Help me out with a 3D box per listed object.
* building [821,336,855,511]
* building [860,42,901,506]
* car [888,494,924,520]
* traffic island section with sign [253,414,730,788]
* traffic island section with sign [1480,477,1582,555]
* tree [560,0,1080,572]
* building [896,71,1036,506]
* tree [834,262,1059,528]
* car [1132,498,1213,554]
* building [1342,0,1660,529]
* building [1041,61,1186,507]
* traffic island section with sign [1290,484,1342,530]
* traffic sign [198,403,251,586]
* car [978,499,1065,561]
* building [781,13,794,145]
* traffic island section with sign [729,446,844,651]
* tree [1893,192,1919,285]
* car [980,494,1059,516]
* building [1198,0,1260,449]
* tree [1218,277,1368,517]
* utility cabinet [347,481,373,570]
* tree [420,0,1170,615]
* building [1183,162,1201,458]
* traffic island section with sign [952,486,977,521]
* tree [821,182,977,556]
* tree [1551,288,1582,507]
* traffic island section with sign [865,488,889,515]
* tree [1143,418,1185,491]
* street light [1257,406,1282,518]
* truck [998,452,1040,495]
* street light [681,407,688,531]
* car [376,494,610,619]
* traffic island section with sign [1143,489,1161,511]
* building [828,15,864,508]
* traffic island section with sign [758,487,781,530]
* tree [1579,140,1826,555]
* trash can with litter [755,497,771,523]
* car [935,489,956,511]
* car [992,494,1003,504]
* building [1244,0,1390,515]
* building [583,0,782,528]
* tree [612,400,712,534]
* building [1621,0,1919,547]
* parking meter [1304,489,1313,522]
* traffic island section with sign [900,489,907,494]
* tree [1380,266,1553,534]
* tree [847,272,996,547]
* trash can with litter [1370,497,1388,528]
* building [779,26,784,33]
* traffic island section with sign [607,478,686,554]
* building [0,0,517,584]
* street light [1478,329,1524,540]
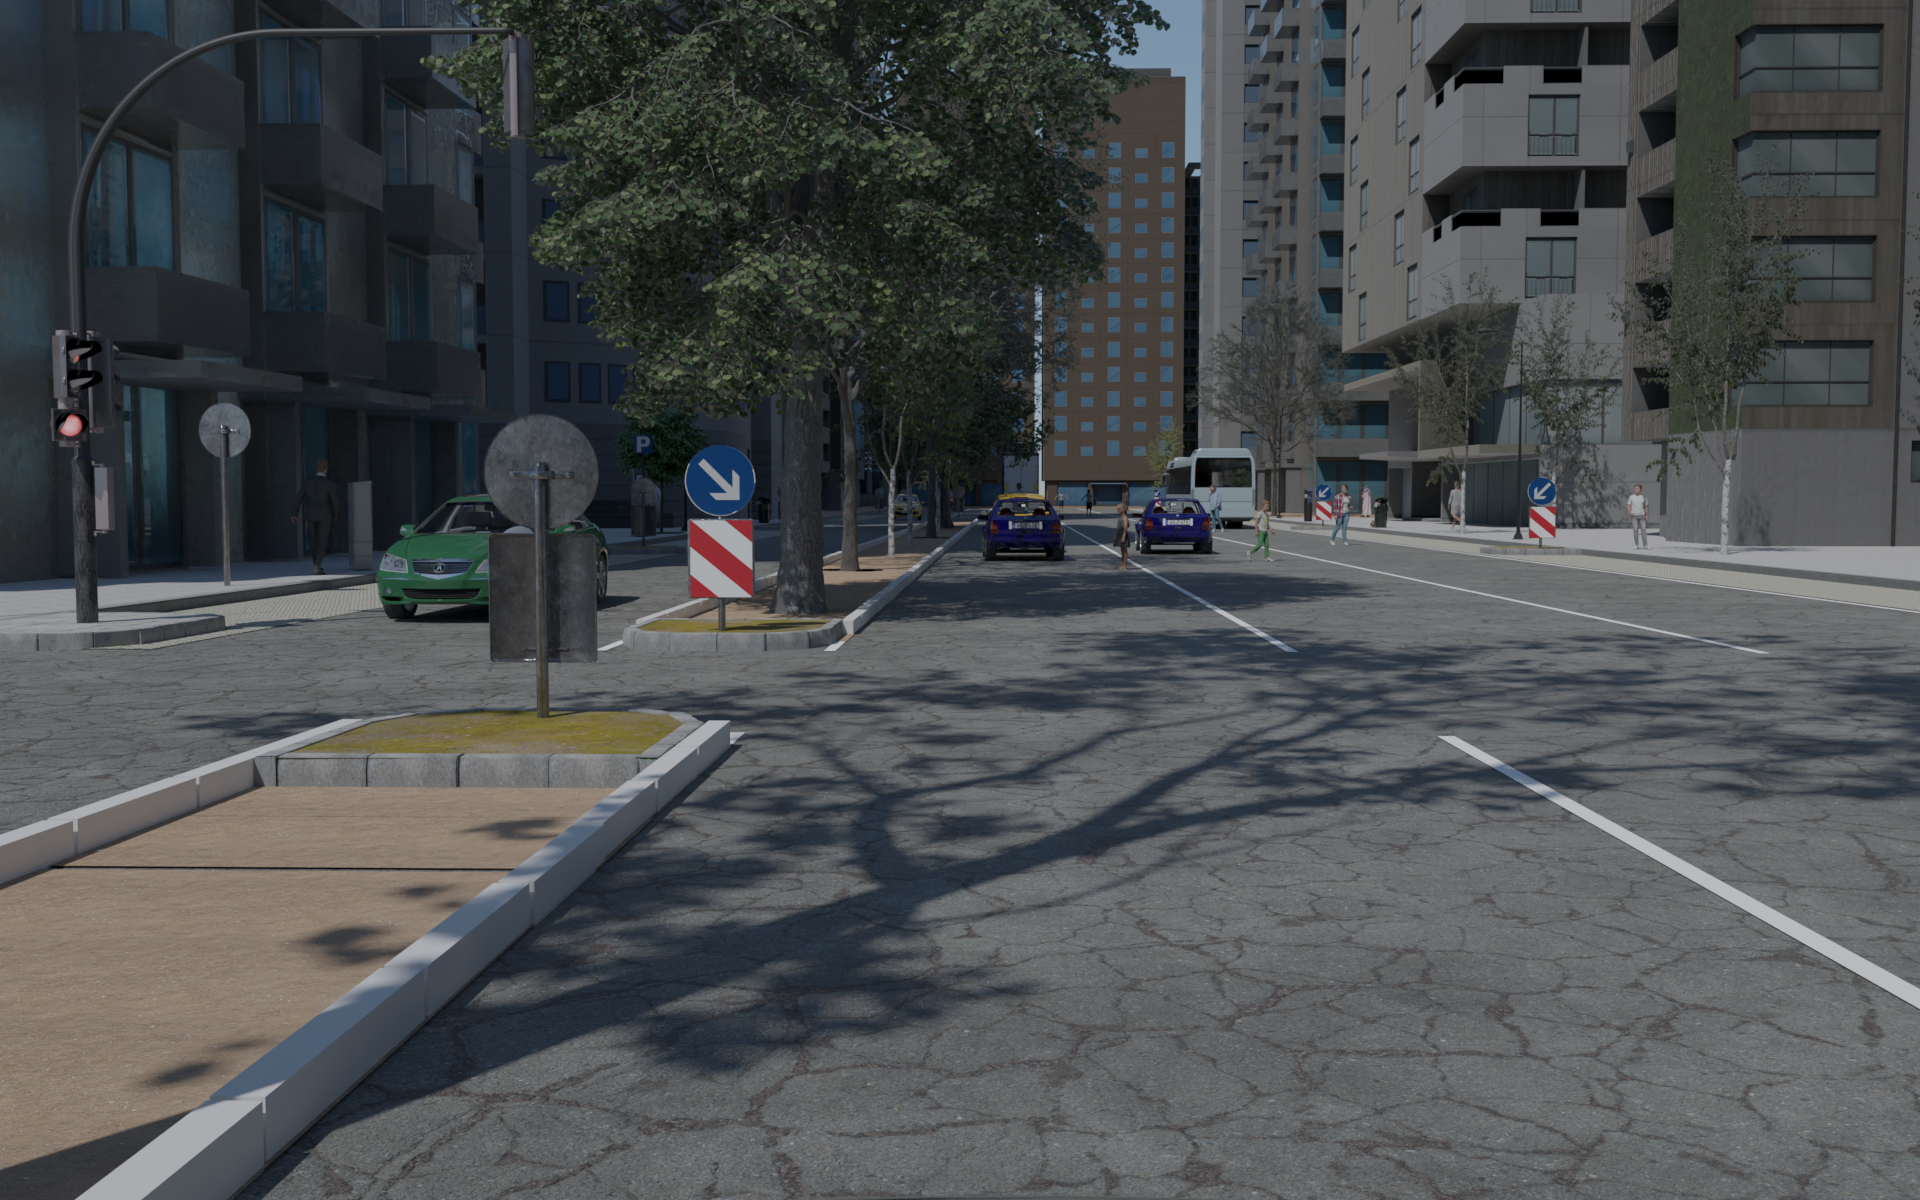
[{"bbox_3d":[-16.383,-22.767,143.941,14.160,30.474,14.107,0,4,2],"label":"building"},{"bbox_3d":[-21.690,-53.530,187.882,31.000,86.520,22.319,0,4,2],"label":"building"},{"bbox_3d":[-2.972,-5.258,96.194,2.015,1.641,3.980,0,4,0],"label":"car"},{"bbox_3d":[-2.421,-0.073,9.335,2.006,1.907,1.989,0,4,2],"label":"traffic island section with sign"},{"bbox_3d":[13.515,-1.995,41.244,1.989,1.847,2.006,0,4,2],"label":"traffic island section with sign"},{"bbox_3d":[-2.005,-7.257,31.476,12.009,13.543,11.850,0,3,0],"label":"tree"},{"bbox_3d":[0.777,-32.660,184.104,14.200,45.320,14.600,0,4,2],"label":"building"},{"bbox_3d":[-0.636,-9.329,71.995,9.611,12.733,9.660,0,3,0],"label":"tree"},{"bbox_3d":[5.236,-1.840,42.670,1.945,1.354,3.894,0,4,3],"label":"car"},{"bbox_3d":[32.986,-29.779,76.118,28.713,52.752,27.495,0,4,2],"label":"building"},{"bbox_3d":[15.844,-32.581,182.816,14.200,45.320,14.600,0,4,2],"label":"building"},{"bbox_3d":[14.310,-3.714,69.347,1.989,1.847,2.006,0,4,2],"label":"traffic island section with sign"},{"bbox_3d":[-10.242,-1.469,24.130,0.768,2.556,0.104,0,4,6],"label":"traffic sign"},{"bbox_3d":[1.371,-1.580,38.419,1.945,1.354,3.894,0,4,0],"label":"car"},{"bbox_3d":[-17.236,-26.336,114.181,14.154,41.232,14.086,0,4,2],"label":"building"},{"bbox_3d":[-2.202,-0.526,16.739,2.006,1.907,1.989,0,4,2],"label":"traffic island section with sign"},{"bbox_3d":[23.186,-5.420,38.984,4.360,8.622,3.978,0,3,0],"label":"tree"},{"bbox_3d":[1.521,-2.041,43.589,2.015,1.641,3.980,0,4,0],"label":"car"},{"bbox_3d":[31.315,-37.128,149.045,21.231,58.520,28.212,0,4,2],"label":"building"},{"bbox_3d":[18.021,-11.515,98.638,12.009,13.543,11.850,0,3,0],"label":"tree"},{"bbox_3d":[-10.203,-1.269,29.419,0.318,1.500,1.173,-2,4,-24],"label":"utility cabinet"},{"bbox_3d":[-1.935,-6.809,20.444,9.857,13.997,8.962,0,3,0],"label":"tree"},{"bbox_3d":[35.601,-30.618,192.493,23.993,40.220,32.217,0,4,2],"label":"building"},{"bbox_3d":[-0.088,-5.120,91.848,2.006,1.907,1.989,0,4,2],"label":"traffic island section with sign"},{"bbox_3d":[-1.584,-5.325,39.886,4.360,8.622,3.978,0,3,0],"label":"tree"},{"bbox_3d":[21.270,-6.791,61.388,4.360,8.622,3.978,0,3,0],"label":"tree"},{"bbox_3d":[-5.501,-6.770,119.320,1.989,1.847,2.006,0,4,2],"label":"traffic island section with sign"},{"bbox_3d":[20.031,-13.335,168.396,4.737,8.622,4.395,0,3,0],"label":"tree"},{"bbox_3d":[16.378,-7.283,91.617,1.470,5.913,1.316,0,4,2],"label":"street light"},{"bbox_3d":[4.175,-8.146,122.102,2.839,4.237,11.283,0,4,1],"label":"truck"},{"bbox_3d":[-8.918,-5.317,59.481,1.470,5.913,1.316,0,4,2],"label":"street light"},{"bbox_3d":[-5.643,-0.588,21.405,2.131,1.459,4.920,0,4,2],"label":"car"},{"bbox_3d":[16.495,-8.439,146.597,1.989,1.847,2.006,0,4,2],"label":"traffic island section with sign"},{"bbox_3d":[-16.556,-31.168,159.705,14.200,45.320,14.600,0,4,2],"label":"building"},{"bbox_3d":[-6.923,-3.687,68.917,1.989,1.847,2.006,0,4,2],"label":"traffic island section with sign"},{"bbox_3d":[16.135,-5.277,36.643,4.360,8.622,3.978,0,3,0],"label":"tree"},{"bbox_3d":[-8.670,-3.970,76.296,0.624,1.170,1.055,0,4,-1],"label":"trash can with litter"},{"bbox_3d":[-1.298,-8.306,144.477,2.281,1.827,5.304,0,4,2],"label":"car"},{"bbox_3d":[2.727,-4.790,90.118,2.131,1.459,4.920,0,4,1],"label":"car"},{"bbox_3d":[32.052,-30.591,119.769,23.786,49.044,30.456,0,4,2],"label":"building"},{"bbox_3d":[-20.182,-32.607,75.131,21.231,58.520,28.212,0,4,2],"label":"building"},{"bbox_3d":[-9.715,-4.438,56.278,4.285,4.588,4.351,0,3,0],"label":"tree"},{"bbox_3d":[26.330,-16.913,48.227,14.160,30.474,14.107,0,4,2],"label":"building"},{"bbox_3d":[16.202,-4.413,80.569,0.372,1.533,0.369,0,3,0],"label":"parking meter"},{"bbox_3d":[-4.731,-8.436,146.561,1.989,1.847,2.006,0,4,2],"label":"traffic island section with sign"},{"bbox_3d":[16.012,-6.447,55.765,4.360,8.622,3.978,0,3,0],"label":"tree"},{"bbox_3d":[-1.316,-5.722,46.374,4.737,8.622,4.395,0,3,0],"label":"tree"},{"bbox_3d":[15.916,-3.343,66.047,0.624,1.170,1.055,-1,4,-9],"label":"trash can with litter"},{"bbox_3d":[-17.785,-20.070,99.853,14.160,30.474,14.107,0,4,2],"label":"building"},{"bbox_3d":[-7.700,-2.032,41.851,1.989,1.847,2.006,0,4,2],"label":"traffic island section with sign"},{"bbox_3d":[-22.968,-25.288,33.068,23.786,49.044,30.456,0,4,2],"label":"building"},{"bbox_3d":[15.229,-4.662,48.772,1.470,5.913,1.316,0,4,2],"label":"street light"}]
